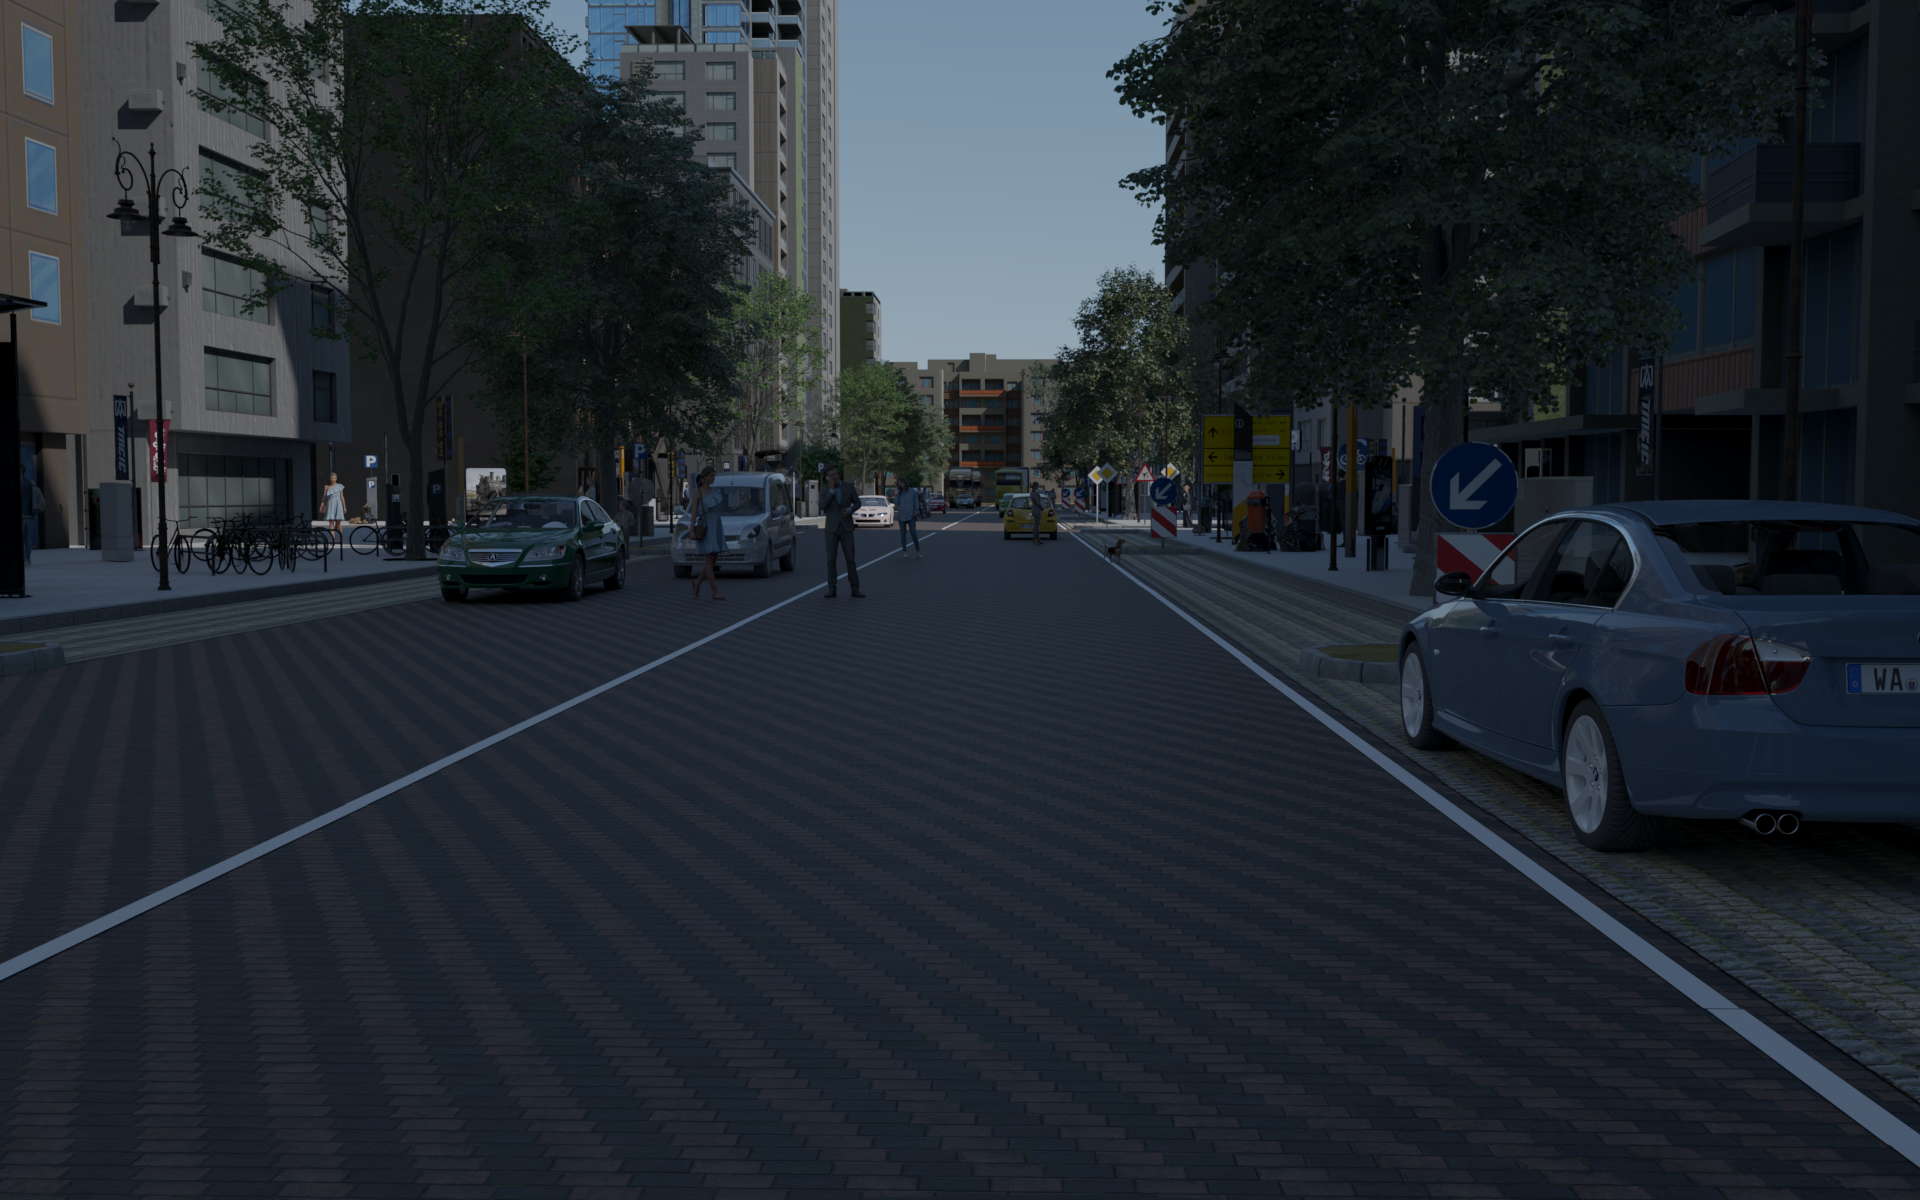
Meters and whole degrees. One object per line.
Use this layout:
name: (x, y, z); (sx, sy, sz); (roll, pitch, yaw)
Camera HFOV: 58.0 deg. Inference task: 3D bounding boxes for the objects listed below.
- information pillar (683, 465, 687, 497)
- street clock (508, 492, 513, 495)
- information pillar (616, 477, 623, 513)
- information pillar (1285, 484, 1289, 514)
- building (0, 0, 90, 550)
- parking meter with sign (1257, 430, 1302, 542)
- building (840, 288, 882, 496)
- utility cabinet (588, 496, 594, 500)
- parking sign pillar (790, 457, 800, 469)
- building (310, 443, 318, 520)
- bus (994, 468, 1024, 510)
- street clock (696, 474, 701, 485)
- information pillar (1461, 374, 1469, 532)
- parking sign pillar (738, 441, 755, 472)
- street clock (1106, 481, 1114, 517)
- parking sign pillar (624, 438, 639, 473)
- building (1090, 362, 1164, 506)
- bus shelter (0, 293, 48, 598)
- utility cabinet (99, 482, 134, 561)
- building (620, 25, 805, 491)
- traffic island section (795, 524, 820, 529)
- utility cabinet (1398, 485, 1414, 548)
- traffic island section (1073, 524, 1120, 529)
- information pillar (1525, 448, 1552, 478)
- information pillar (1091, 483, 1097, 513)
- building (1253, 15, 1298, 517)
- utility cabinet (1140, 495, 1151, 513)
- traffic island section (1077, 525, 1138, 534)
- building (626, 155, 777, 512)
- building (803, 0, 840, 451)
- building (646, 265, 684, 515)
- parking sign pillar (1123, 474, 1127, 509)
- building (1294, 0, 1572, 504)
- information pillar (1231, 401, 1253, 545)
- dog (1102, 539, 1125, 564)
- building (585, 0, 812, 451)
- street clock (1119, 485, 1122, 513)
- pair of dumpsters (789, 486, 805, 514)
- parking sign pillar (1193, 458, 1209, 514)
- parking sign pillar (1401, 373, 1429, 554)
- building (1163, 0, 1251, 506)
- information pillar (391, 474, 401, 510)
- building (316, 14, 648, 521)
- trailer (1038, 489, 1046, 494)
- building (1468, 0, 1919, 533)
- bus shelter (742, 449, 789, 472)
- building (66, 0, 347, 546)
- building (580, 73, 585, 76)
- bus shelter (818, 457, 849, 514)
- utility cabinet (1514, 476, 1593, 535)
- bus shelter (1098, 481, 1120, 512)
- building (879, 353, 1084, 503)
information pillar: (-19.129, -7.863, 119.919); (0.504, 3.616, 0.183); (-1, 4, -13)
street clock: (-20.381, -4.540, 78.800); (0.358, 2.002, 0.471); (3, 4, 36)
information pillar: (-14.356, -4.181, 72.846); (0.304, 2.012, 0.304); (0, 4, 8)
information pillar: (13.351, -4.909, 71.622); (0.504, 3.616, 0.183); (0, 4, 7)
building: (-27.878, -23.431, 33.209); (14.600, 45.320, 14.200); (0, 4, 2)
parking meter with sign: (8.369, -3.086, 46.717); (1.738, 3.016, 0.543); (-2, 4, -31)
building: (-18.519, -29.049, 246.646); (14.107, 30.474, 14.160); (0, 4, 2)
utility cabinet: (-10.435, -2.184, 46.872); (1.020, 1.237, 0.306); (0, 4, -6)
parking sign pillar: (-11.033, -7.815, 116.240); (1.447, 3.967, 1.447); (1, 4, 14)
building: (-43.293, -18.438, 88.847); (23.554, 28.519, 14.401); (0, 4, 2)
bus: (4.569, -10.453, 162.445); (2.896, 3.916, 12.252); (0, 4, 2)
street clock: (-9.323, -3.561, 62.795); (0.471, 2.002, 0.358); (3, 4, 37)
information pillar: (8.982, -2.432, 31.120); (0.183, 3.616, 0.504); (0, 4, -7)
parking sign pillar: (-10.692, -6.019, 86.880); (1.447, 3.967, 1.447); (-2, 4, -29)
street clock: (8.305, -5.577, 95.754); (0.471, 2.002, 0.358); (-1, 4, -14)
parking sign pillar: (-16.126, -5.860, 84.275); (1.447, 3.967, 1.447); (3, 5, 42)
building: (32.358, -24.887, 251.943); (28.899, 21.520, 27.650); (0, 4, 2)
bus shelter: (-12.134, -1.652, 18.287); (1.731, 3.624, 6.357); (0, 4, 2)
utility cabinet: (-16.061, -1.488, 33.007); (0.318, 1.500, 1.173); (-3, 5, -39)
building: (-21.742, -28.777, 154.103); (14.154, 41.232, 14.086); (0, 4, 2)
traffic island section: (-6.932, -3.038, 71.945); (2.009, 0.180, 2.903); (0, 4, 2)
utility cabinet: (10.695, -1.945, 40.478); (1.173, 1.500, 0.318); (-3, 5, -44)
traffic island section: (5.703, -3.012, 71.523); (2.009, 0.180, 2.903); (0, 4, 2)
information pillar: (9.328, -1.437, 27.986); (0.304, 2.012, 0.304); (-3, 5, -42)
information pillar: (9.014, -6.852, 116.524); (0.304, 2.012, 0.304); (-1, 4, -22)
building: (24.267, -20.335, 104.184); (14.160, 30.474, 14.107); (0, 4, 2)
utility cabinet: (12.363, -6.460, 116.780); (1.020, 1.237, 0.306); (1, 4, 21)
traffic island section: (5.438, -2.524, 63.542); (2.009, 0.180, 2.903); (0, 4, 2)
building: (-22.673, -20.721, 132.291); (14.314, 27.812, 24.014); (0, 4, 2)
building: (-25.234, -46.765, 202.863); (20.611, 71.187, 20.563); (0, 4, 2)
building: (-25.622, -14.568, 105.640); (16.820, 18.784, 16.811); (0, 4, 2)
parking sign pillar: (13.692, -9.607, 145.553); (1.447, 3.967, 1.447); (-1, 4, -23)
building: (24.395, -24.498, 84.134); (14.086, 41.232, 14.154); (0, 4, 2)
information pillar: (7.116, -3.198, 43.648); (0.504, 3.616, 0.183); (1, 4, 11)
dog: (3.177, -1.016, 35.901); (0.540, 0.507, 0.406); (1, 4, 14)
building: (-26.160, -52.774, 175.528); (22.319, 86.520, 31.000); (0, 4, 2)
street clock: (10.444, -6.617, 112.756); (0.358, 2.002, 0.471); (0, 4, 6)
pair of dumpsters: (-10.086, -6.680, 111.706); (1.574, 2.255, 4.437); (0, 4, 2)
parking sign pillar: (15.891, -7.590, 112.574); (1.447, 3.967, 1.447); (2, 4, 28)
parking sign pillar: (10.356, -3.004, 37.594); (1.447, 3.967, 1.447); (-1, 4, -18)
building: (30.294, -32.702, 158.386); (21.300, 48.544, 21.600); (0, 4, 2)
information pillar: (-20.356, -3.548, 62.509); (0.304, 2.012, 0.304); (-1, 4, -14)
building: (-23.822, -15.828, 88.472); (12.332, 23.373, 15.834); (0, 4, 2)
trailer: (9.995, -12.525, 211.837); (1.471, 1.999, 3.904); (0, 4, 1)
building: (24.121, -23.202, 33.970); (22.147, 44.769, 28.867); (0, 4, 2)
bus shelter: (-10.493, -6.263, 93.687); (1.731, 3.624, 6.357); (0, 4, 2)
building: (-25.901, -16.967, 49.118); (14.107, 30.474, 14.160); (0, 4, 2)
building: (-46.545, -35.503, 204.178); (21.600, 48.544, 21.300); (0, 4, 2)
bus shelter: (-8.356, -7.435, 112.842); (1.731, 3.624, 6.357); (0, 4, 2)
utility cabinet: (7.519, -0.816, 22.024); (0.318, 1.500, 1.173); (-1, 4, -18)
bus shelter: (10.704, -7.976, 124.323); (2.014, 3.302, 5.546); (0, 4, 2)
building: (3.496, -24.982, 253.497); (28.899, 21.520, 27.650); (0, 4, 2)
